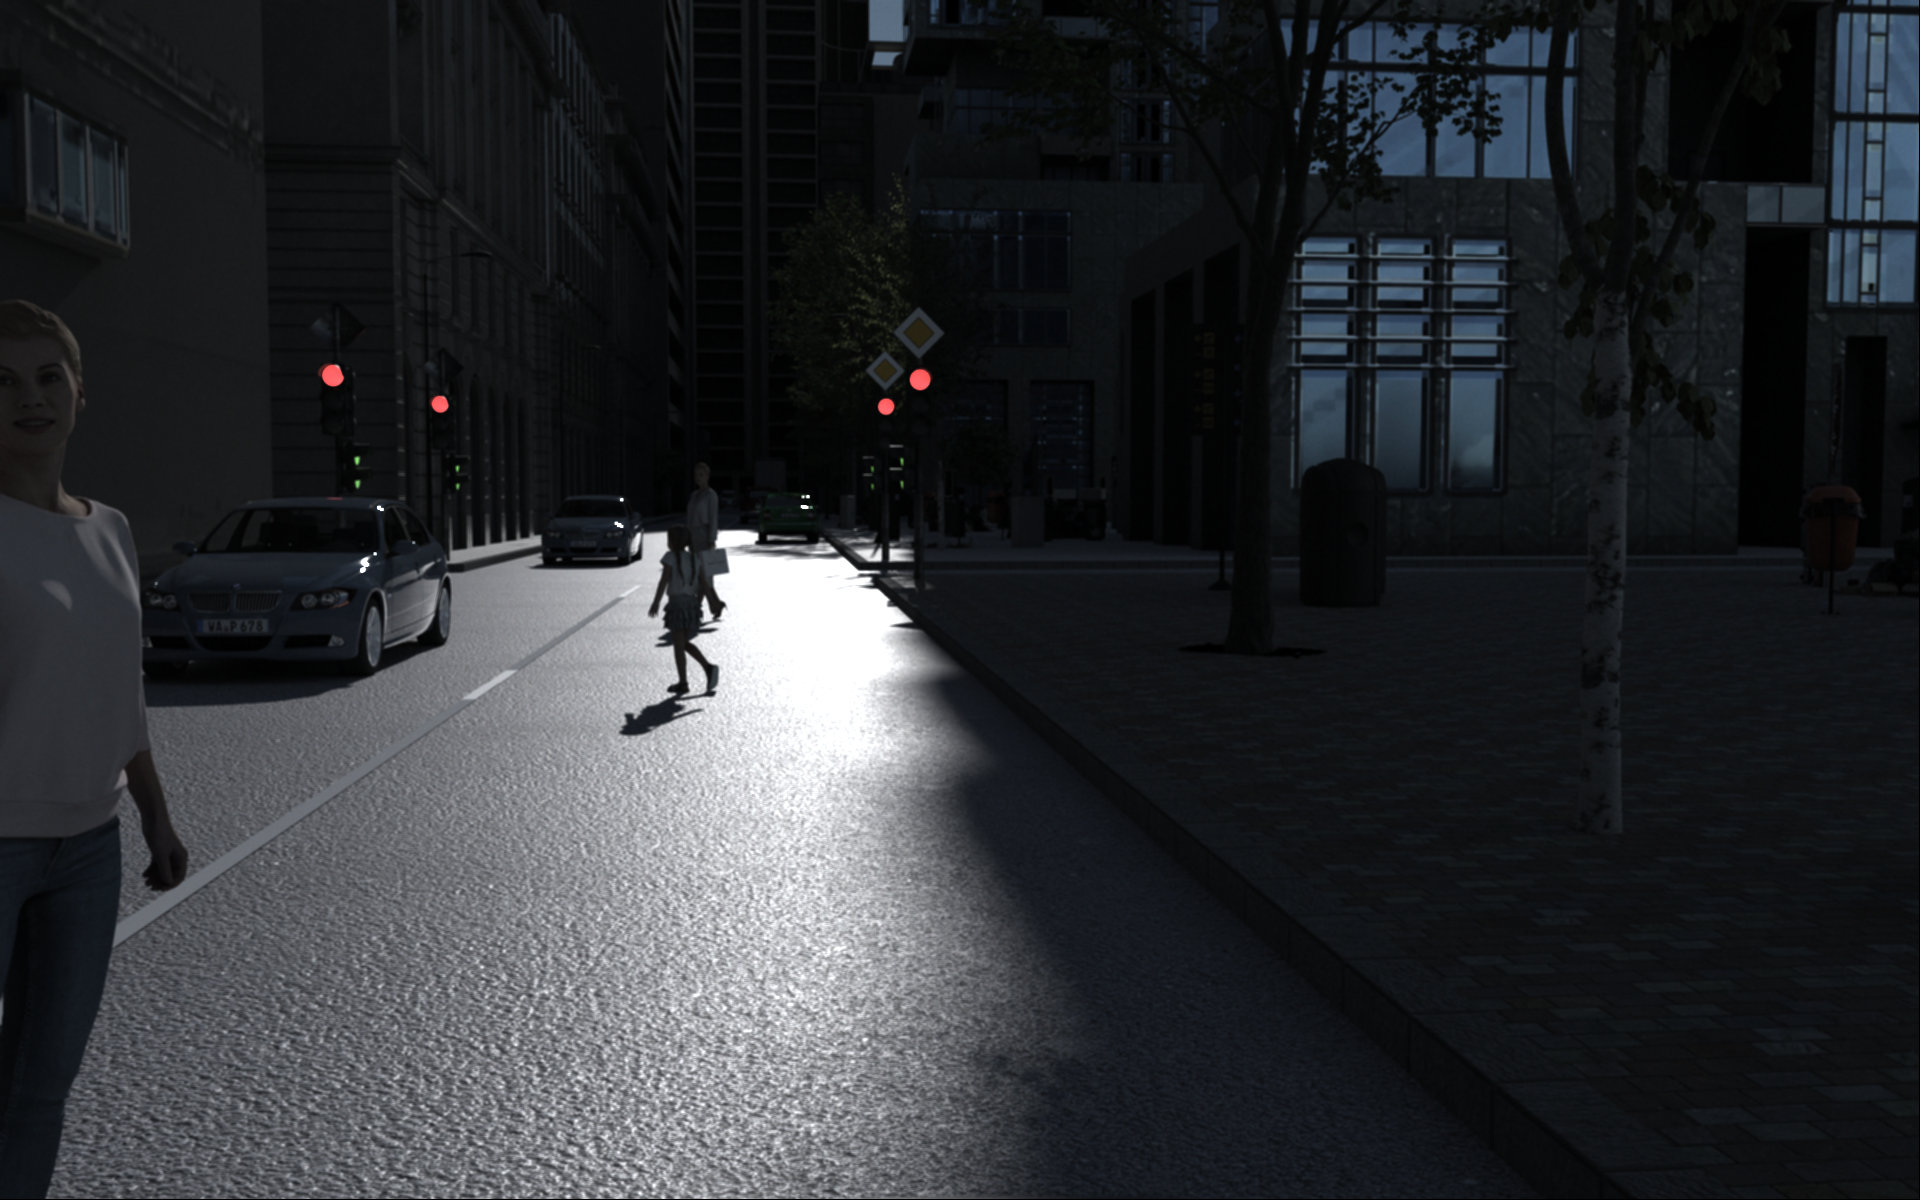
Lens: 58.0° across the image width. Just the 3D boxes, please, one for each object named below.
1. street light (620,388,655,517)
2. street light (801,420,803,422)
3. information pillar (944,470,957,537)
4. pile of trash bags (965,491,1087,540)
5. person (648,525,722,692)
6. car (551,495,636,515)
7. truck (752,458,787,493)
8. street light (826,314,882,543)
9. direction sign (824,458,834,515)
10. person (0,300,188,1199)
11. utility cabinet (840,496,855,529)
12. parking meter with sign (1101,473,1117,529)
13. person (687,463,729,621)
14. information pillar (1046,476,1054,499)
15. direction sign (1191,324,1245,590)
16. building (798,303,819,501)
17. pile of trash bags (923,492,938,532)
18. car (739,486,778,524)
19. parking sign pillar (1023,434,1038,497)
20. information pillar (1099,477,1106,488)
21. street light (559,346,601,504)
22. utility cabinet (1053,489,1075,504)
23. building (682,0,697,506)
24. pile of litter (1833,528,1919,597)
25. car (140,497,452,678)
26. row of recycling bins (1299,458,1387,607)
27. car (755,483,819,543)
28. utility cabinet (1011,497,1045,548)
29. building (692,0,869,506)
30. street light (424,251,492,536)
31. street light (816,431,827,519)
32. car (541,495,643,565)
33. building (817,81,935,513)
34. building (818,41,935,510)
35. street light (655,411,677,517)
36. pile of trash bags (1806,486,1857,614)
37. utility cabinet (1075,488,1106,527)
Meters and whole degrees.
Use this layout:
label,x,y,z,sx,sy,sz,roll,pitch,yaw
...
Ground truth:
label,x,y,z,sx,sy,sz,roll,pitch,yaw
street light,-14.241,-6.305,75.629,1.470,5.913,1.316,0,4,-6
street light,-7.286,-7.037,87.596,1.470,5.913,1.316,0,4,-6
information pillar,-0.281,-2.919,52.223,0.304,2.012,0.304,2,4,25
pile of trash bags,2.084,-2.442,49.684,3.447,1.369,1.912,-3,5,-42
person,-1.995,0.064,12.470,0.382,1.210,0.505,3,4,37
car,-8.771,-1.822,41.798,2.014,1.417,4.499,0,4,-4
truck,-15.253,-9.183,139.059,2.839,4.237,11.283,0,4,-7
street light,-2.634,-4.428,44.939,1.470,5.913,1.316,0,4,-6
direction sign,-8.191,-7.103,108.134,0.876,3.537,0.379,3,5,41
person,-1.677,0.392,2.759,0.598,1.740,0.731,1,4,9
utility cabinet,-4.133,-3.222,63.840,0.306,1.237,1.020,1,4,14
parking meter with sign,5.930,-4.139,63.939,1.738,3.016,0.543,1,4,9
person,-2.857,-0.654,19.554,0.624,1.780,0.694,-2,4,-32
information pillar,3.730,-4.142,72.210,0.304,2.012,0.304,0,4,-3
direction sign,3.514,-1.904,23.129,0.876,3.537,0.379,0,4,-4
building,-1.908,-19.976,171.640,27.650,21.520,28.899,0,4,-6
pile of trash bags,-0.366,-3.058,59.747,1.912,1.369,3.447,-2,4,-32
car,-9.610,-4.606,83.987,2.281,1.827,5.304,0,4,-5
parking sign pillar,3.170,-5.454,77.646,1.447,3.967,1.447,1,4,14
information pillar,6.227,-4.355,75.699,0.304,2.012,0.304,0,4,-1
street light,-11.990,-5.013,54.509,1.470,5.913,1.316,0,4,-6
utility cabinet,4.487,-4.116,75.976,1.173,1.500,0.318,-1,4,-22
building,-32.971,-36.656,141.320,21.231,58.520,28.212,0,4,-6
pile of litter,11.921,-0.480,21.813,1.176,0.858,1.719,-1,4,-22
car,-5.628,-0.189,15.091,2.014,1.417,4.499,0,4,-5
row of recycling bins,4.699,-0.863,21.216,1.069,1.692,3.534,1,4,15
car,-5.212,-2.663,52.343,1.959,1.807,4.718,0,4,-7
utility cabinet,1.625,-1.865,41.661,0.306,1.237,1.020,3,4,37
building,-20.802,-46.648,200.950,20.611,71.187,20.563,0,4,-6
street light,-9.665,-3.713,33.255,1.470,5.913,1.316,0,4,-6
street light,-5.112,-5.745,66.467,1.470,5.913,1.316,0,4,-6
car,-7.684,-1.496,36.460,2.014,1.417,4.499,0,4,-6
building,-3.298,-21.642,125.545,14.160,30.474,14.107,0,4,-6
building,3.989,-27.722,145.142,32.217,40.220,23.993,0,4,-6
street light,-16.483,-7.600,96.807,1.470,5.913,1.316,0,4,-6
pile of trash bags,10.708,-0.515,18.168,3.447,1.369,1.912,2,4,23
utility cabinet,5.054,-3.524,66.293,0.318,1.500,1.173,-3,5,-43
